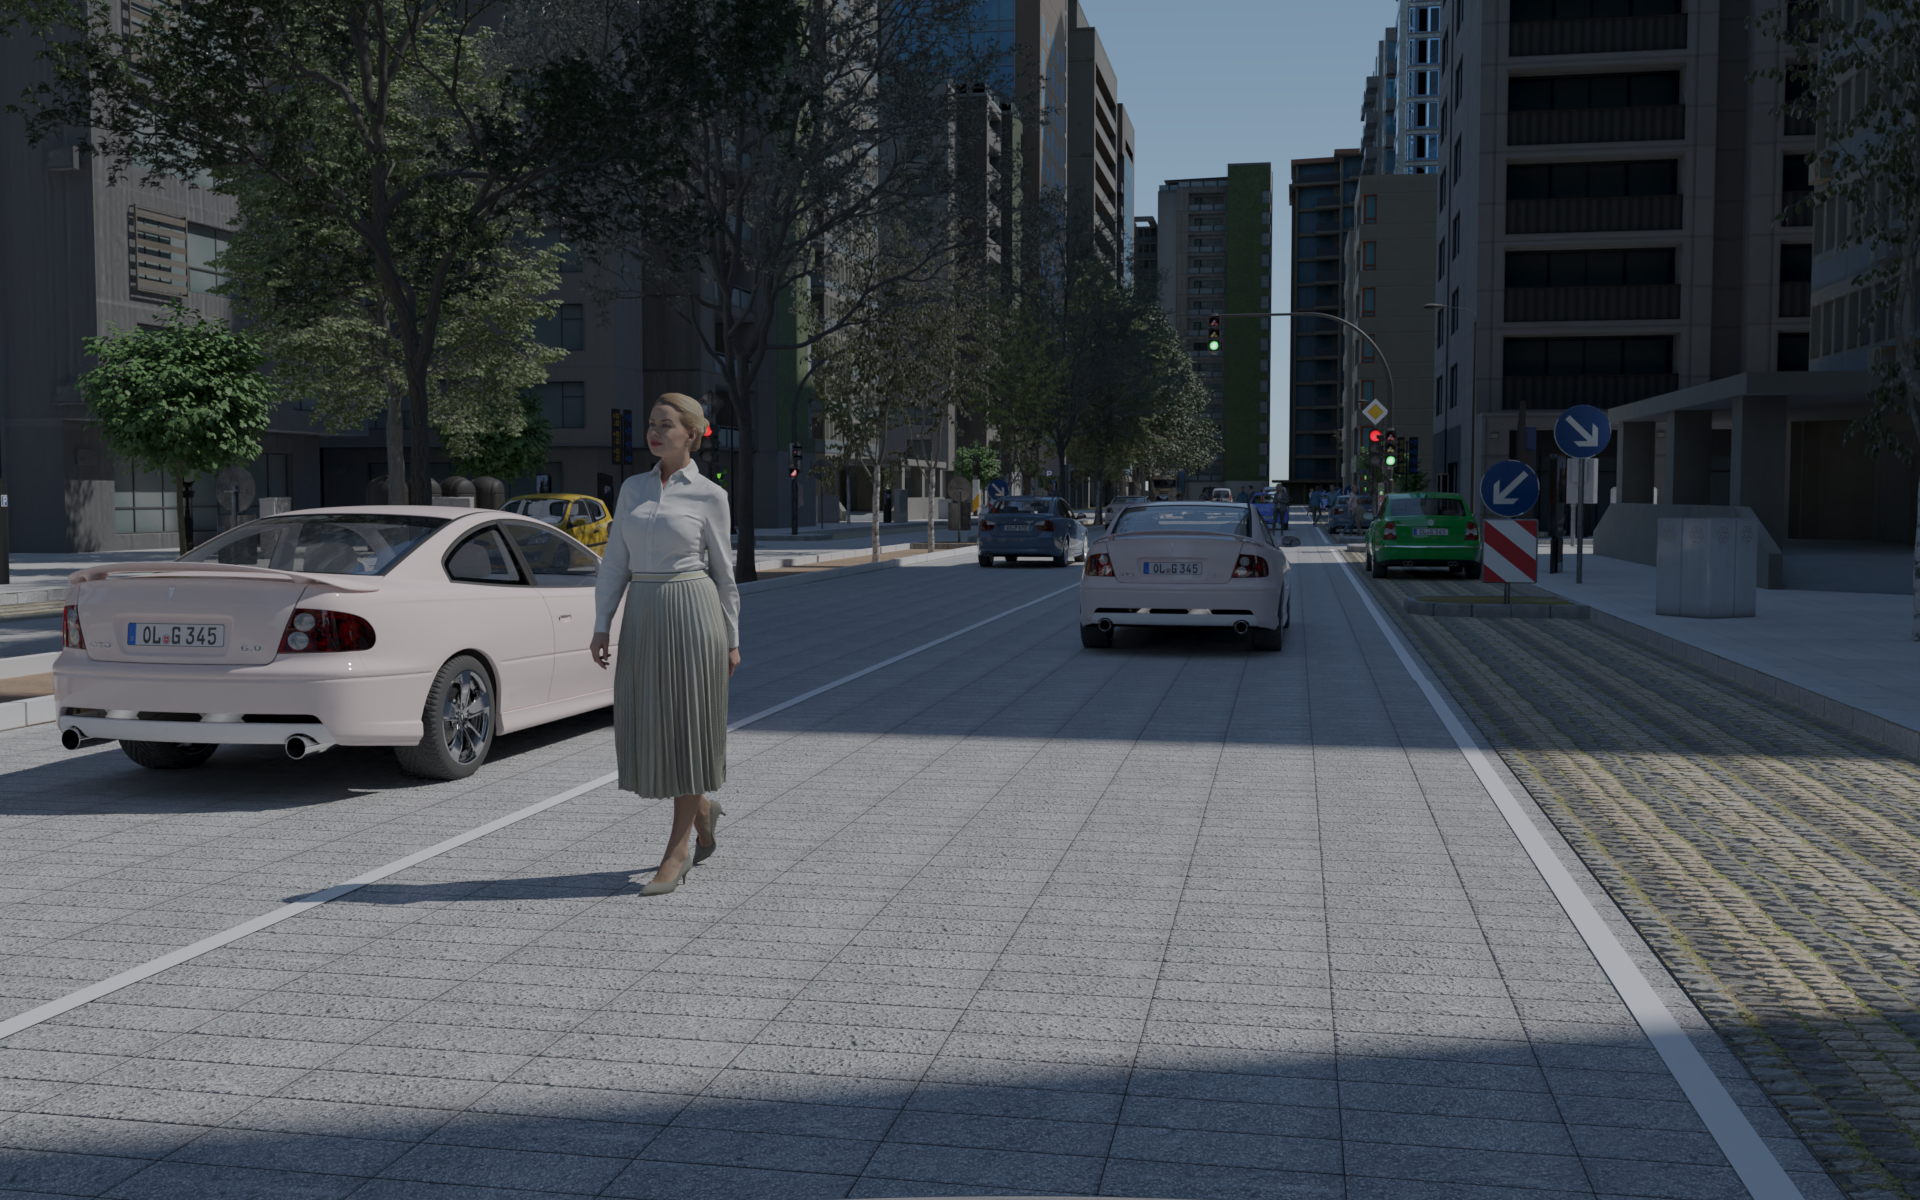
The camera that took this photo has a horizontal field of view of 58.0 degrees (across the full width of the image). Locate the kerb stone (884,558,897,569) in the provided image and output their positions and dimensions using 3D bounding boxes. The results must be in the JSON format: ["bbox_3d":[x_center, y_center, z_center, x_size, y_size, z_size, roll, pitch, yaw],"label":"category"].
[{"bbox_3d":[-1.434,-0.669,33.318,0.120,0.150,1.000,1,4,11],"label":"kerb stone"}]

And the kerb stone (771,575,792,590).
[{"bbox_3d":[-2.795,-0.248,26.276,0.120,0.150,1.000,1,4,11],"label":"kerb stone"}]

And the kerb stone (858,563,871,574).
[{"bbox_3d":[-1.829,-0.558,31.312,0.120,0.150,1.000,1,4,11],"label":"kerb stone"}]

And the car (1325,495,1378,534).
[{"bbox_3d":[14.270,-3.110,62.850,2.014,1.417,4.499,1,4,11],"label":"car"}]

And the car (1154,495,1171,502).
[{"bbox_3d":[18.443,-8.838,157.082,1.945,1.354,3.894,1,4,12],"label":"car"}]

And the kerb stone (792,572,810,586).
[{"bbox_3d":[-2.599,-0.311,27.281,0.120,0.150,1.000,1,4,11],"label":"kerb stone"}]

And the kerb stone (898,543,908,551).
[{"bbox_3d":[-1.555,-1.317,43.773,0.120,0.150,1.000,1,4,11],"label":"kerb stone"}]

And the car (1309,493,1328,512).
[{"bbox_3d":[28.451,-7.750,136.302,1.945,1.707,3.694,1,4,9],"label":"car"}]

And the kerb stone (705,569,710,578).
[{"bbox_3d":[-4.282,-0.458,29.686,0.120,0.150,1.000,1,4,11],"label":"kerb stone"}]

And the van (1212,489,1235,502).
[{"bbox_3d":[20.035,-7.677,132.533,2.013,2.044,4.112,1,4,10],"label":"van"}]

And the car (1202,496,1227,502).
[{"bbox_3d":[17.204,-6.442,117.912,1.945,1.354,3.894,1,4,9],"label":"car"}]

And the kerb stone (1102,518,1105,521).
[{"bbox_3d":[7.862,-4.309,92.643,0.120,0.150,1.000,1,4,11],"label":"kerb stone"}]

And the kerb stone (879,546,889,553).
[{"bbox_3d":[-1.947,-1.197,41.760,0.120,0.150,1.000,1,4,11],"label":"kerb stone"}]

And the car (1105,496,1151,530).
[{"bbox_3d":[6.893,-3.484,69.329,2.083,1.381,4.827,1,4,12],"label":"car"}]

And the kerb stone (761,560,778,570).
[{"bbox_3d":[-3.695,-0.643,32.715,0.120,0.150,1.000,1,4,11],"label":"kerb stone"}]

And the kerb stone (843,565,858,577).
[{"bbox_3d":[-2.012,-0.496,30.304,0.120,0.150,1.000,1,4,11],"label":"kerb stone"}]

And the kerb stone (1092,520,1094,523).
[{"bbox_3d":[6.307,-3.815,84.590,0.120,0.150,1.000,1,4,11],"label":"kerb stone"}]

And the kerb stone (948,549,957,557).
[{"bbox_3d":[-0.280,-1.046,39.348,0.120,0.150,1.000,1,4,11],"label":"kerb stone"}]

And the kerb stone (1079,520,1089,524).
[{"bbox_3d":[5.925,-3.693,82.569,0.120,0.150,1.000,1,4,11],"label":"kerb stone"}]

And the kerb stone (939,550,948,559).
[{"bbox_3d":[-0.470,-0.988,38.344,0.120,0.150,1.000,1,4,11],"label":"kerb stone"}]

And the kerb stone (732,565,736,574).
[{"bbox_3d":[-4.086,-0.518,30.697,0.120,0.150,1.000,1,4,11],"label":"kerb stone"}]

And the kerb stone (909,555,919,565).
[{"bbox_3d":[-1.052,-0.797,35.326,0.120,0.150,1.000,1,4,11],"label":"kerb stone"}]

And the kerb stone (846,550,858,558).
[{"bbox_3d":[-2.530,-1.009,38.750,0.120,0.150,1.000,1,4,11],"label":"kerb stone"}]

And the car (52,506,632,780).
[{"bbox_3d":[-3.078,0.132,10.200,2.083,1.381,4.827,1,4,13],"label":"car"}]

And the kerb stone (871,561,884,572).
[{"bbox_3d":[-1.637,-0.619,32.316,0.120,0.150,1.000,1,4,11],"label":"kerb stone"}]

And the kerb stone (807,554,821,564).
[{"bbox_3d":[-3.114,-0.828,35.735,0.120,0.150,1.000,1,4,11],"label":"kerb stone"}]

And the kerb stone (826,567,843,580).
[{"bbox_3d":[-2.217,-0.430,29.296,0.120,0.150,1.000,1,4,11],"label":"kerb stone"}]

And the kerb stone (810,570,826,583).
[{"bbox_3d":[-2.421,-0.373,28.288,0.120,0.150,1.000,1,4,11],"label":"kerb stone"}]

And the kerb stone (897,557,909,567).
[{"bbox_3d":[-1.236,-0.742,34.320,0.120,0.150,1.000,1,4,11],"label":"kerb stone"}]

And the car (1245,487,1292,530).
[{"bbox_3d":[12.461,-3.703,70.128,1.945,1.707,3.694,1,4,11],"label":"car"}]

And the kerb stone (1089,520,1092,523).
[{"bbox_3d":[6.121,-3.755,83.583,0.120,0.150,1.000,1,4,11],"label":"kerb stone"}]

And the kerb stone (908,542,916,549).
[{"bbox_3d":[-1.364,-1.381,44.777,0.120,0.150,1.000,1,4,11],"label":"kerb stone"}]

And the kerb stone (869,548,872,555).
[{"bbox_3d":[-2.137,-1.133,40.756,0.120,0.150,1.000,1,4,11],"label":"kerb stone"}]

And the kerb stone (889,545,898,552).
[{"bbox_3d":[-1.757,-1.258,42.764,0.120,0.150,1.000,1,4,11],"label":"kerb stone"}]

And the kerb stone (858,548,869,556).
[{"bbox_3d":[-2.334,-1.074,39.753,0.120,0.150,1.000,1,4,11],"label":"kerb stone"}]

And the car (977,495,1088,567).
[{"bbox_3d":[1.505,-1.421,35.235,2.014,1.417,4.499,1,4,12],"label":"car"}]

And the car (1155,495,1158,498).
[{"bbox_3d":[19.291,-9.296,164.350,2.083,1.381,4.827,1,4,12],"label":"car"}]

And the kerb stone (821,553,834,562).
[{"bbox_3d":[-2.921,-0.890,36.739,0.120,0.150,1.000,1,4,11],"label":"kerb stone"}]

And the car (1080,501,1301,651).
[{"bbox_3d":[2.333,-0.302,17.297,2.083,1.381,4.827,1,4,12],"label":"car"}]

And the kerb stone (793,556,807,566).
[{"bbox_3d":[-3.308,-0.761,34.731,0.120,0.150,1.000,1,4,11],"label":"kerb stone"}]

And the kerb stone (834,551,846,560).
[{"bbox_3d":[-2.727,-0.951,37.747,0.120,0.150,1.000,1,4,11],"label":"kerb stone"}]

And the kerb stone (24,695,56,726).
[{"bbox_3d":[-5.711,0.674,11.173,0.120,0.150,1.000,1,4,11],"label":"kerb stone"}]

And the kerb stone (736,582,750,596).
[{"bbox_3d":[-3.188,-0.127,24.268,0.120,0.150,1.000,1,4,11],"label":"kerb stone"}]

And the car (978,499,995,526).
[{"bbox_3d":[1.942,-3.569,70.718,2.083,1.381,4.827,1,4,10],"label":"car"}]

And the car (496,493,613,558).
[{"bbox_3d":[-7.334,-1.240,30.495,2.015,1.641,3.980,1,4,9],"label":"car"}]

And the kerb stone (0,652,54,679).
[{"bbox_3d":[-7.383,0.527,13.571,0.120,0.150,1.000,1,4,11],"label":"kerb stone"}]

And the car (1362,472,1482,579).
[{"bbox_3d":[8.104,-1.326,30.476,1.959,1.807,4.718,1,4,11],"label":"car"}]

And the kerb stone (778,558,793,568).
[{"bbox_3d":[-3.504,-0.704,33.719,0.120,0.150,1.000,1,4,11],"label":"kerb stone"}]

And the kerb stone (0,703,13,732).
[{"bbox_3d":[-5.899,0.736,10.163,0.120,0.150,1.000,1,4,11],"label":"kerb stone"}]

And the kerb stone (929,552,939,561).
[{"bbox_3d":[-0.658,-0.926,37.339,0.120,0.150,1.000,1,4,11],"label":"kerb stone"}]

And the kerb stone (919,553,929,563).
[{"bbox_3d":[-0.858,-0.865,36.335,0.120,0.150,1.000,1,4,11],"label":"kerb stone"}]

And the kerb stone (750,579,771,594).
[{"bbox_3d":[-2.994,-0.188,25.273,0.120,0.150,1.000,1,4,11],"label":"kerb stone"}]

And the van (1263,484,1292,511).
[{"bbox_3d":[17.971,-5.628,99.026,2.013,2.044,4.112,1,4,9],"label":"van"}]

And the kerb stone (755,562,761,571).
[{"bbox_3d":[-3.893,-0.578,31.706,0.120,0.150,1.000,1,4,11],"label":"kerb stone"}]
